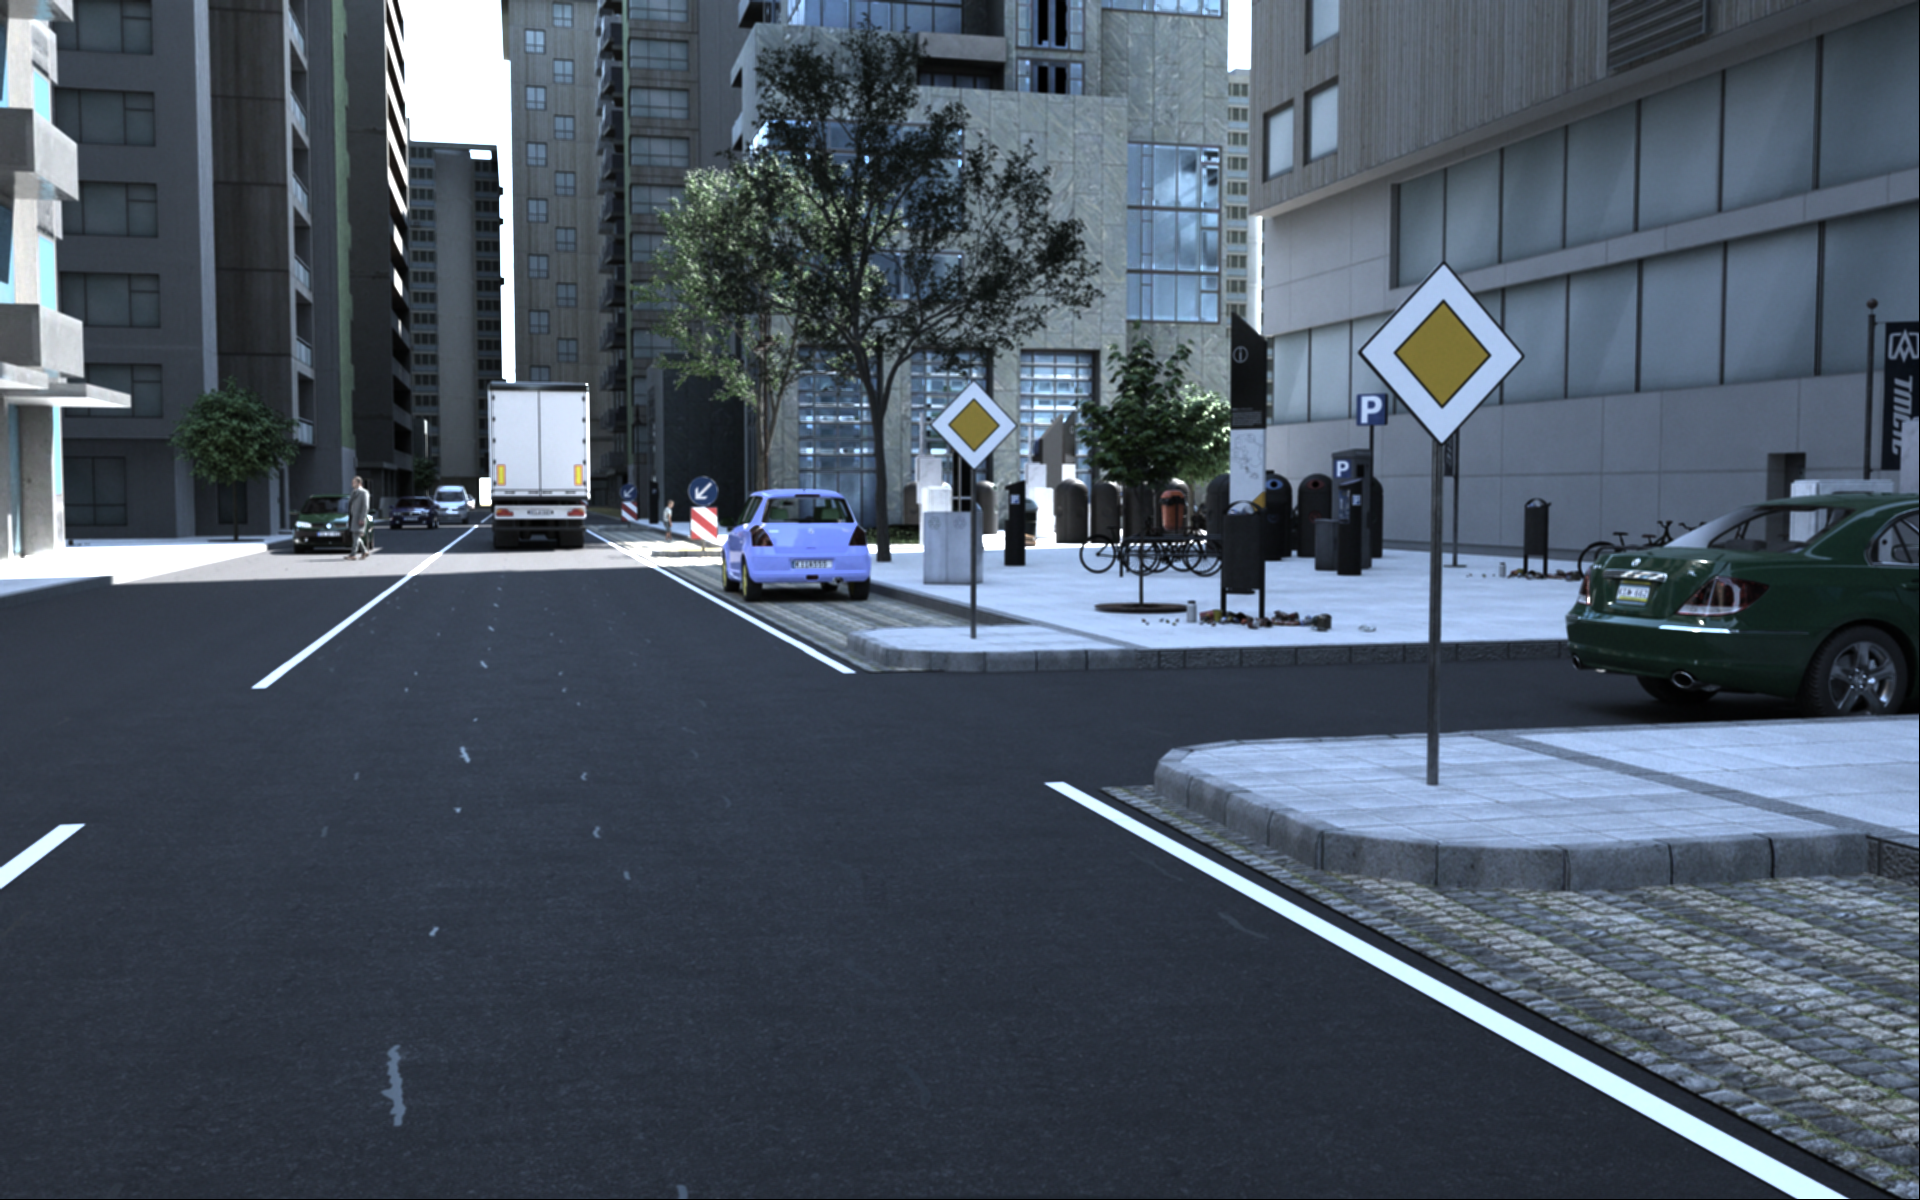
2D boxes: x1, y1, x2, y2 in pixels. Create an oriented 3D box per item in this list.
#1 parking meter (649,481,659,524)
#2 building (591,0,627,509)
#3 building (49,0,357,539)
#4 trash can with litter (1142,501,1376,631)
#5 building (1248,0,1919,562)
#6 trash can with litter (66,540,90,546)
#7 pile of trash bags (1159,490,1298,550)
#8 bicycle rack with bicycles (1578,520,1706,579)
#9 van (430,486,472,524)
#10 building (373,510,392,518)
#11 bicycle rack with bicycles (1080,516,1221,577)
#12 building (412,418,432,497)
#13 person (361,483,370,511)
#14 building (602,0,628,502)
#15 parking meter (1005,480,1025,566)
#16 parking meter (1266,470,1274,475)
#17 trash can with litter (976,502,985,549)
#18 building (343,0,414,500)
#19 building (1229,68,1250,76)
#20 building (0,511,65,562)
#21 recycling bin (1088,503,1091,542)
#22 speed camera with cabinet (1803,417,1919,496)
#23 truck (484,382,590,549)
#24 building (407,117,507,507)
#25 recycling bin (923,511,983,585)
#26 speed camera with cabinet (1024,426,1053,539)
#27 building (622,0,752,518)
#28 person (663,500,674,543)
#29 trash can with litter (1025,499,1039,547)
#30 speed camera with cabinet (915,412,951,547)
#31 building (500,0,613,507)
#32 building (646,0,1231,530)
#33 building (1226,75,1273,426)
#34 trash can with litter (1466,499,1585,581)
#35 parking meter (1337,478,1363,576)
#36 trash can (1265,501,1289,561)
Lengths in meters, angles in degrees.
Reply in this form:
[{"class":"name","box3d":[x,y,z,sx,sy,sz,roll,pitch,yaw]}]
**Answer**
[{"class":"parking meter","box3d":[-13.225,-4.229,74.859,0.399,1.863,0.255,-2,4,-24]},{"class":"building","box3d":[-19.712,-32.429,149.824,23.786,49.044,30.456,-1,4,-14]},{"class":"building","box3d":[-27.171,-22.641,53.775,14.154,41.232,14.086,-1,4,-14]},{"class":"trash can with litter","box3d":[2.982,-0.355,16.857,1.678,1.210,2.233,-3,5,-40]},{"class":"building","box3d":[23.481,-27.269,35.083,27.495,52.752,28.713,-1,4,-14]},{"class":"trash can with litter","box3d":[-22.682,-1.939,42.756,2.233,1.210,1.678,-3,4,-37]},{"class":"pile of trash bags","box3d":[6.252,-1.847,39.943,3.447,1.369,1.912,-1,4,-12]},{"class":"bicycle rack with bicycles","box3d":[9.511,-0.576,22.797,2.852,0.926,2.925,-3,5,-45]},{"class":"van","box3d":[-24.597,-4.682,83.570,2.013,2.044,4.112,-1,4,-15]},{"class":"building","box3d":[-47.805,-24.530,92.951,32.217,40.220,23.993,-1,4,-14]},{"class":"bicycle rack with bicycles","box3d":[3.363,-0.875,27.695,2.925,0.926,2.852,1,4,10]},{"class":"building","box3d":[-61.081,-50.785,143.003,31.000,86.520,22.319,-1,4,-14]},{"class":"person","box3d":[-19.810,-2.991,57.396,0.794,1.824,0.713,-1,4,-13]},{"class":"building","box3d":[-13.324,-28.526,121.028,22.147,44.769,28.867,-1,4,-14]},{"class":"parking meter","box3d":[0.985,-1.386,31.074,0.372,1.533,0.369,0,3,0]},{"class":"parking meter","box3d":[7.578,-2.269,42.802,0.255,1.863,0.399,-1,4,-10]},{"class":"trash can with litter","box3d":[0.315,-1.665,38.612,0.624,1.170,1.055,-1,4,-18]},{"class":"building","box3d":[-48.851,-30.122,116.202,21.300,48.544,21.600,-1,4,-14]},{"class":"building","box3d":[30.697,-29.830,171.322,14.086,41.232,14.154,-1,4,-14]},{"class":"building","box3d":[-26.188,-24.649,22.613,23.786,49.044,30.456,-1,4,-14]},{"class":"recycling bin","box3d":[3.506,-2.091,46.738,0.722,1.027,0.722,2,4,34]},{"class":"speed camera with cabinet","box3d":[10.954,-1.599,20.486,2.038,3.252,0.660,0,4,-5]},{"class":"truck","box3d":[-11.989,-3.668,48.882,2.839,4.237,11.283,-1,4,-15]},{"class":"building","box3d":[-59.692,-29.876,180.349,23.993,40.220,32.217,-1,4,-14]},{"class":"recycling bin","box3d":[-0.094,-0.751,24.841,0.722,1.027,0.722,1,4,14]},{"class":"speed camera with cabinet","box3d":[2.289,-3.407,50.044,0.660,3.252,2.038,0,4,-5]},{"class":"building","box3d":[-12.230,-25.425,99.297,14.154,41.232,14.086,-1,4,-14]},{"class":"person","box3d":[-8.563,-2.308,50.913,0.352,1.250,0.332,1,4,11]},{"class":"trash can with litter","box3d":[1.711,-1.892,42.320,0.624,1.170,1.055,0,4,-7]},{"class":"speed camera with cabinet","box3d":[-0.630,-2.879,41.410,0.660,3.252,2.038,-1,4,-9]},{"class":"building","box3d":[-34.314,-36.415,184.618,27.495,52.752,28.713,-1,4,-14]},{"class":"building","box3d":[-1.499,-46.604,74.654,22.319,86.520,31.000,-1,4,-14]},{"class":"building","box3d":[14.565,-28.481,157.545,23.993,40.220,32.217,-1,4,-14]},{"class":"trash can with litter","box3d":[8.871,-0.928,26.235,1.678,1.210,2.233,-1,4,-17]},{"class":"parking meter","box3d":[6.166,-1.161,27.392,0.372,1.533,0.369,0,3,0]},{"class":"trash can","box3d":[5.968,-1.328,33.373,0.748,1.137,0.748,0,3,0]}]
